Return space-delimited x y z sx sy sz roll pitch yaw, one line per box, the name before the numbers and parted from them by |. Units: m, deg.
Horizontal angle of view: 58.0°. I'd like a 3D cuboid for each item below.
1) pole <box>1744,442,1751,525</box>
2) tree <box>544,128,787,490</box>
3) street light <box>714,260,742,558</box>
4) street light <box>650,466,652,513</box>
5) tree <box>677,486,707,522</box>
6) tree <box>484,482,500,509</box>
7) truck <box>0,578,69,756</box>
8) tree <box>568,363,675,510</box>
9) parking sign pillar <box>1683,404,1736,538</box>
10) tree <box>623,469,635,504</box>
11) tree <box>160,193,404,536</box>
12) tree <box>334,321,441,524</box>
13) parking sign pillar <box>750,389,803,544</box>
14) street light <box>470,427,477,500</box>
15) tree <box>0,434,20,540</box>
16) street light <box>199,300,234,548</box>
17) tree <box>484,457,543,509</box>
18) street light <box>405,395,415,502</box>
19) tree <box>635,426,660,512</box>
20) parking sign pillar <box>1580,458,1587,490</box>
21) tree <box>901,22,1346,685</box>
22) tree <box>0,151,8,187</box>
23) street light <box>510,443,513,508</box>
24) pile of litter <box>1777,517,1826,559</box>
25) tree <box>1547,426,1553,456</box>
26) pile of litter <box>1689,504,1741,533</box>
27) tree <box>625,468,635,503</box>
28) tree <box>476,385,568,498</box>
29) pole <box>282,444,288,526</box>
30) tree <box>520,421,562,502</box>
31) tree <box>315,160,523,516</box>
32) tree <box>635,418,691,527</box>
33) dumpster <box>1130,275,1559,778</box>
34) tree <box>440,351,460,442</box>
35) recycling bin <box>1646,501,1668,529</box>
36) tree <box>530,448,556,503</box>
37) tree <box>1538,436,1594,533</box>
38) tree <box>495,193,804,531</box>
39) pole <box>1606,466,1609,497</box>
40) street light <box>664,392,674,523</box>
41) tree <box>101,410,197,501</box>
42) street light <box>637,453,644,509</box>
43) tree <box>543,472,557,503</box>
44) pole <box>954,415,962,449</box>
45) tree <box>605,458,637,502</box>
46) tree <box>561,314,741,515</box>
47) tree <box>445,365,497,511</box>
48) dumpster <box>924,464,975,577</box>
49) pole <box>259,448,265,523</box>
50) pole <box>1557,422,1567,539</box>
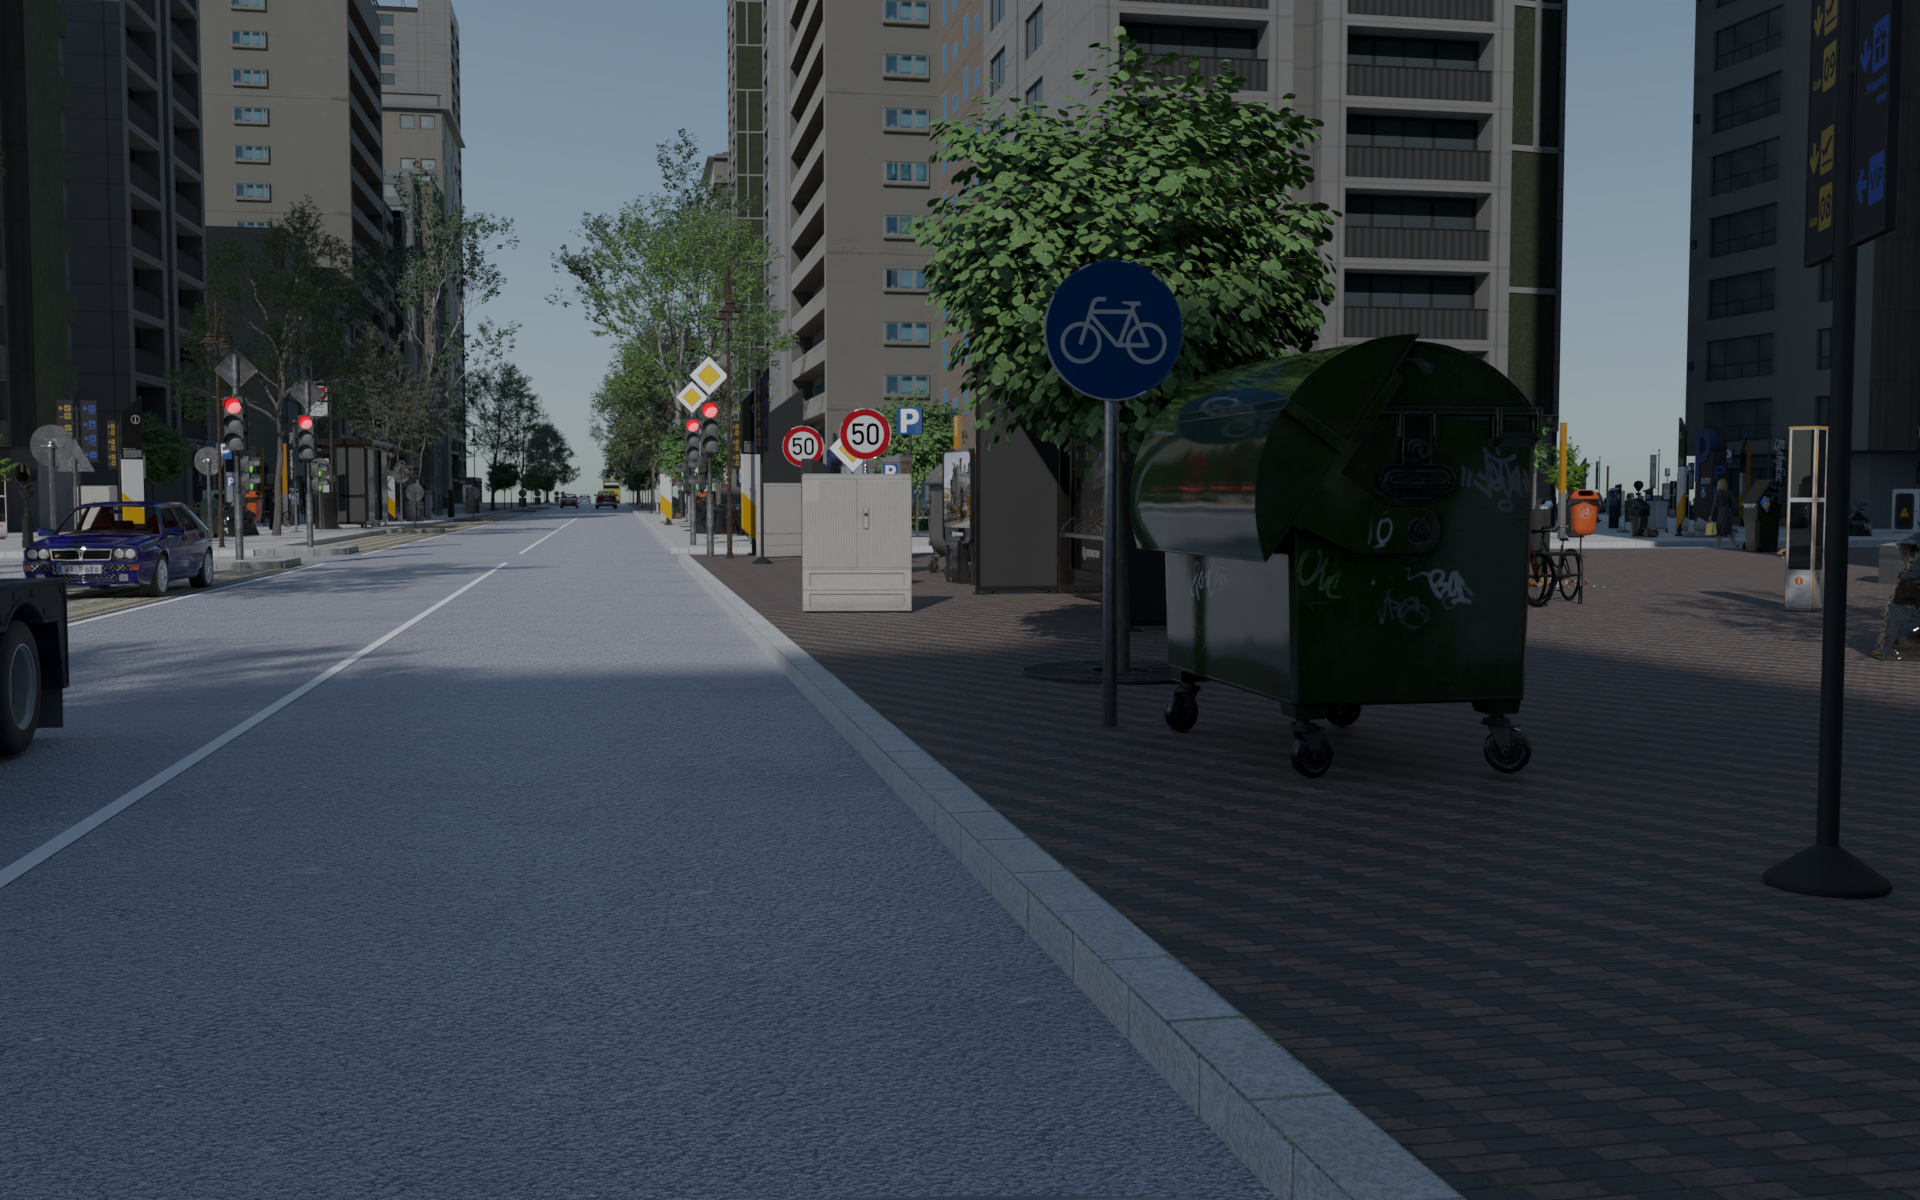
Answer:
pole | 31.006 -4.546 68.168 0.158 3.312 0.155 0 3 0
tree | -15.681 -14.467 92.418 12.611 20.169 13.585 0 3 0
street light | -4.594 -3.768 34.394 0.468 5.910 1.993 -1 4 -11
street light | -20.830 -8.803 116.720 0.468 5.910 1.993 -1 4 -11
tree | -12.476 -5.242 80.311 1.663 3.219 1.824 0 3 0
tree | -41.002 -9.616 151.820 1.663 3.219 1.824 0 3 0
truck | -4.344 -0.671 0.735 2.967 4.110 18.799 -1 4 -13
tree | -24.130 -13.788 135.796 12.009 13.543 11.850 0 3 0
parking sign pillar | 22.316 -3.854 51.483 1.447 3.967 1.447 0 4 2
tree | -29.776 -11.009 163.714 4.285 4.588 4.351 0 3 0
tree | -20.746 -7.265 53.193 7.601 10.594 8.767 -1 4 -22
tree | -24.380 -7.520 73.315 4.360 8.622 3.978 0 3 0
parking sign pillar | -4.678 -3.419 44.377 1.447 3.967 1.447 -2 4 -34
street light | -32.806 -8.823 117.046 0.468 5.910 1.993 -1 4 -11
tree | -27.672 -3.324 48.941 1.663 3.219 1.824 0 3 0
street light | -17.702 -4.194 41.366 0.468 5.910 1.993 -1 4 -11
tree | -38.933 -10.028 147.674 4.285 4.588 4.351 0 3 0
street light | -25.185 -6.534 79.626 0.468 5.910 1.993 -1 4 -11
tree | -21.656 -10.644 124.383 4.360 8.622 3.978 0 3 0
parking sign pillar | 45.831 -8.539 128.083 1.447 3.967 1.447 3 5 45
tree | 1.203 -1.748 12.290 4.285 4.588 4.351 0 3 0
tree | -13.419 -5.040 16.820 7.601 10.594 8.767 -3 5 -43
street light | -40.297 -11.170 155.409 0.468 5.910 1.993 -1 4 -11
pile of litter | 16.940 -1.267 34.678 1.719 0.858 1.176 -2 4 -35
tree | 16.603 -4.286 53.787 4.285 4.588 4.351 0 3 0
pile of litter | 25.138 -2.650 57.288 1.176 0.858 1.719 -1 4 -19
tree | -45.044 -17.672 239.294 4.737 8.622 4.395 0 3 0
tree | -46.791 -16.760 184.392 12.009 13.543 11.850 0 3 0
pole | -27.324 -4.663 70.088 0.158 3.312 0.155 0 3 0
tree | -64.326 -21.586 269.940 9.611 12.733 9.660 0 3 0
tree | -31.731 -15.001 101.157 12.611 20.169 13.585 0 3 0
tree | -10.239 -5.128 67.564 4.285 4.588 4.351 0 3 0
dumpster | 1.838 -0.374 8.603 1.502 2.255 1.985 -1 4 -11
tree | -26.013 -8.101 82.821 4.360 8.622 3.978 0 3 0
recycling bin | 25.599 -3.143 63.936 0.722 1.027 0.722 -2 4 -31
tree | -62.557 -18.946 260.129 4.360 8.622 3.978 0 3 0
tree | 20.098 -3.822 57.097 1.663 3.219 1.824 0 3 0
tree | -9.057 -8.201 59.845 9.928 11.665 9.643 0 3 0
pole | 46.781 -8.029 125.111 0.158 3.312 0.155 0 3 0
street light | -13.082 -6.429 77.902 0.468 5.910 1.993 -1 4 -11
tree | -31.551 -5.121 67.437 4.285 4.588 4.351 0 3 0
street light | -28.012 -11.005 152.716 0.468 5.910 1.993 -1 4 -11
tree | -53.065 -14.120 214.581 4.285 4.588 4.351 0 3 0
pole | -0.055 -3.131 45.033 0.158 3.312 0.155 0 3 0
tree | -40.852 -18.340 217.989 7.486 12.596 7.792 0 3 0
tree | -18.336 -11.666 107.750 9.611 12.733 9.660 0 3 0
tree | -35.819 -12.678 133.038 9.928 11.665 9.643 0 3 0
dumpster | 0.202 -1.330 27.500 1.264 1.857 1.865 -1 4 -11
pole | -30.909 -5.068 76.700 0.158 3.312 0.155 0 3 0
pole | 17.182 -3.398 49.396 0.158 3.312 0.155 0 3 0
